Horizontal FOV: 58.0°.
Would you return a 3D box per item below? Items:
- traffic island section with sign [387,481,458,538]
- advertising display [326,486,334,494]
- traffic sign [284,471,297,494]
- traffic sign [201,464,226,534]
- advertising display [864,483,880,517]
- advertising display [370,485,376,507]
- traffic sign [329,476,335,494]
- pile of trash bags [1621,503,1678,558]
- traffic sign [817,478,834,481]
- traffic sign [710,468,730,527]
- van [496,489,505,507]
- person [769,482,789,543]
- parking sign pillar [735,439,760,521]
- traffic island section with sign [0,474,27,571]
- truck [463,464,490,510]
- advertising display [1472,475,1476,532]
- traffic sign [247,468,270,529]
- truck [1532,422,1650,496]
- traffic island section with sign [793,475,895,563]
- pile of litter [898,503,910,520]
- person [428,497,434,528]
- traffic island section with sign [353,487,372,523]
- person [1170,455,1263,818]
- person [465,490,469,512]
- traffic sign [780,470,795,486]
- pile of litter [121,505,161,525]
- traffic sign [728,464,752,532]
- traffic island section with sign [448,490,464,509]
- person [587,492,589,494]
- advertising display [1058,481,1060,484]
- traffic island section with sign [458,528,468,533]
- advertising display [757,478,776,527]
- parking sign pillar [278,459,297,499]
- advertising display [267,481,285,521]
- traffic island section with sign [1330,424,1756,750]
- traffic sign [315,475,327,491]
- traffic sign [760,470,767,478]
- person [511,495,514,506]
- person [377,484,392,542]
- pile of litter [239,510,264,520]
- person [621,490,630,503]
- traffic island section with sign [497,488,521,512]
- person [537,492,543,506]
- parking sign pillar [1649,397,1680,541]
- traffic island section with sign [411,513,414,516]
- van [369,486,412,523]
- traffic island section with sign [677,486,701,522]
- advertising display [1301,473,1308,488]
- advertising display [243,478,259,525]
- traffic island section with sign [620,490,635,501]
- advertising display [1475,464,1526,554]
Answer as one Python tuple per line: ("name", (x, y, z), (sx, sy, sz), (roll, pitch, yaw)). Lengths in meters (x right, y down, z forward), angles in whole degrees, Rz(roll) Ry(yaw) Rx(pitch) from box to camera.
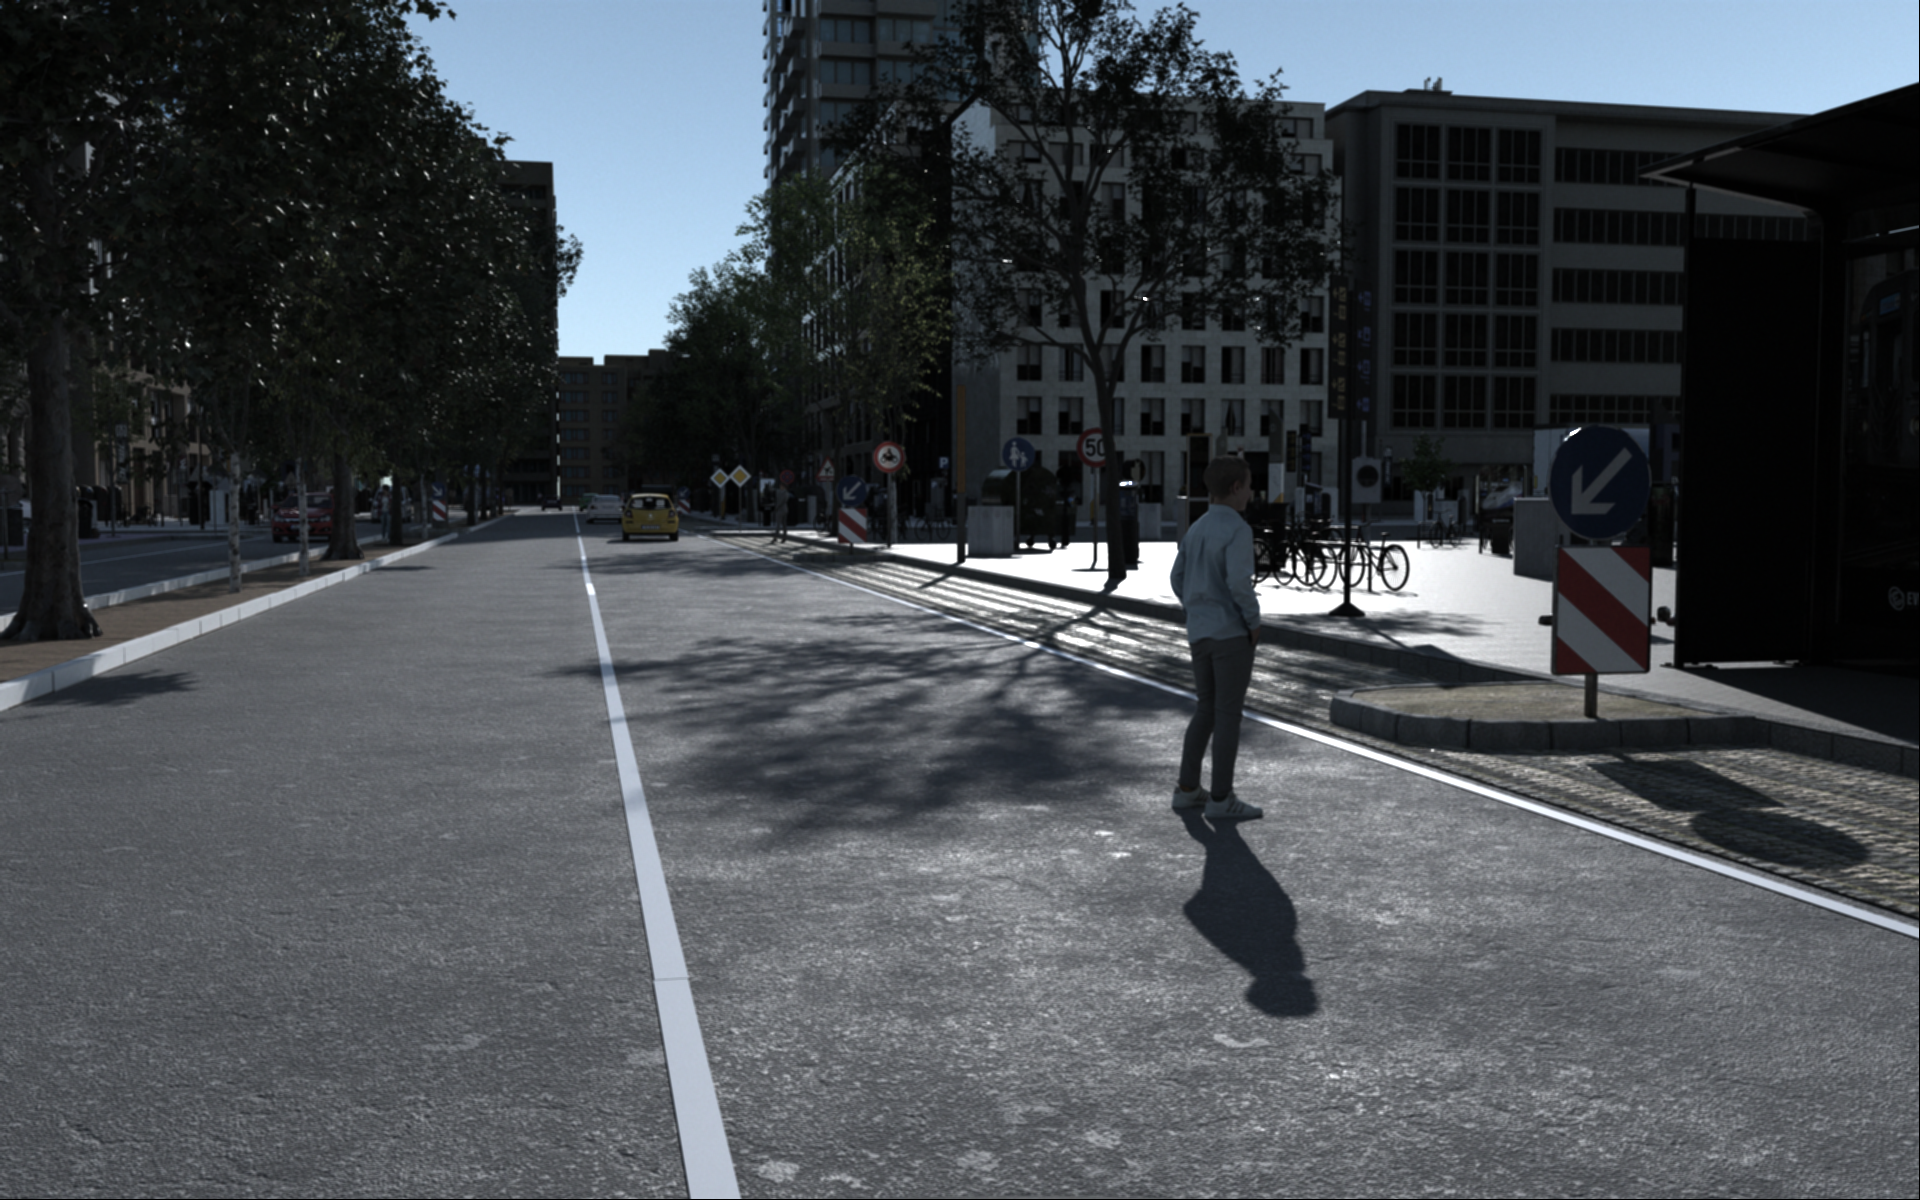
("traffic island section with sign", (-17.637, -2.972, 56.732), (2.006, 1.907, 1.989), (-1, 4, -13))
("advertising display", (-48.300, -7.833, 133.281), (0.974, 1.923, 0.123), (0, 4, -3))
("traffic sign", (-37.632, -5.961, 97.464), (0.884, 2.594, 0.081), (-1, 4, -10))
("traffic sign", (-23.700, -3.146, 55.071), (0.795, 2.450, 0.064), (-1, 4, -13))
("advertising display", (-4.982, -5.683, 98.132), (0.974, 1.923, 0.123), (-2, 4, -31))
("advertising display", (-40.179, -6.935, 118.607), (0.123, 1.923, 0.974), (-3, 4, -36))
("traffic sign", (-41.520, -7.026, 114.978), (0.768, 2.556, 0.104), (0, 4, -4))
("pile of trash bags", (13.852, -1.443, 33.344), (1.912, 1.369, 3.447), (2, 4, 31))
("traffic sign", (-5.554, -4.452, 72.787), (0.884, 2.594, 0.081), (0, 4, -3))
("traffic sign", (-9.206, -3.843, 66.480), (0.795, 2.450, 0.064), (-1, 4, -13))
("van", (-52.329, -11.643, 194.754), (2.240, 2.365, 5.245), (-1, 4, -14))
("person", (-5.279, -2.551, 50.483), (0.573, 1.790, 0.520), (0, 4, -5))
("parking sign pillar", (-10.181, -5.836, 83.898), (1.447, 3.967, 1.447), (-2, 4, -34))
("traffic island section with sign", (-18.485, -1.510, 33.319), (1.989, 1.847, 2.006), (-1, 4, -13))
("truck", (-44.160, -10.363, 159.200), (2.967, 4.110, 18.799), (-1, 4, -14))
("advertising display", (17.617, -3.271, 58.700), (0.123, 1.923, 0.974), (3, 5, 39))
("traffic sign", (-25.451, -3.622, 62.863), (0.795, 2.450, 0.064), (-1, 4, -13))
("truck", (28.822, -4.970, 70.171), (11.283, 4.237, 2.839), (-1, 4, -14))
("traffic island section with sign", (-2.529, -1.731, 36.932), (1.989, 1.847, 2.006), (-1, 4, -13))
("pile of litter", (-3.034, -4.463, 86.938), (1.176, 0.858, 1.719), (1, 4, 12))
("person", (-20.876, -3.607, 68.479), (0.512, 1.701, 0.522), (2, 4, 28))
("traffic island section with sign", (-30.563, -4.793, 86.996), (1.989, 1.847, 2.006), (-1, 4, -13))
("person", (1.172, 0.159, 7.711), (0.330, 1.601, 0.589), (-1, 4, -16))
("person", (-38.683, -7.797, 136.160), (0.592, 1.802, 0.473), (-2, 4, -35))
("traffic sign", (-9.007, -5.518, 90.319), (0.768, 2.556, 0.104), (0, 4, -7))
("pile of litter", (-34.246, -3.568, 72.299), (1.719, 0.858, 1.176), (2, 4, 24))
("traffic sign", (-7.455, -3.367, 58.689), (0.795, 2.450, 0.064), (-1, 4, -13))
("traffic island section with sign", (-47.481, -9.398, 162.281), (1.989, 1.847, 2.006), (-1, 4, -13))
("person", (-44.131, -11.979, 205.069), (1.217, 1.735, 0.721), (2, 4, 28))
("advertising display", (4.473, -4.267, 74.986), (0.123, 1.923, 0.974), (-1, 4, -16))
("traffic island section with sign", (-19.253, -3.414, 63.961), (2.006, 1.907, 1.989), (-1, 4, -13))
("advertising display", (-7.662, -3.881, 68.662), (0.123, 1.923, 0.974), (3, 4, 36))
("parking sign pillar", (-38.259, -6.759, 98.973), (1.447, 3.967, 1.447), (-2, 4, -32))
("advertising display", (-32.727, -4.751, 82.889), (0.123, 1.923, 0.974), (2, 4, 25))
("traffic island section with sign", (3.386, -0.123, 10.632), (1.989, 1.847, 2.006), (-1, 4, -13))
("traffic sign", (-43.407, -7.187, 117.621), (0.768, 2.556, 0.104), (-1, 4, -11))
("traffic sign", (-10.459, -5.529, 90.503), (0.768, 2.556, 0.104), (0, 4, -4))
("person", (-54.478, -12.342, 210.157), (0.709, 1.838, 0.599), (1, 4, 11))
("person", (-17.219, -2.611, 52.030), (0.563, 1.720, 0.643), (0, 4, -2))
("pile of litter", (-35.013, -4.354, 85.157), (1.176, 0.858, 1.719), (-2, 4, -30))
("person", (-31.794, -9.540, 164.463), (0.705, 1.826, 1.348), (3, 4, 36))
("traffic island section with sign", (-35.745, -7.898, 137.274), (2.006, 1.907, 1.989), (-1, 4, -13))
("person", (-51.469, -12.388, 211.984), (0.756, 1.711, 0.436), (2, 4, 32))
("parking sign pillar", (19.827, -3.658, 48.286), (1.447, 3.967, 1.447), (-2, 4, -26))
("traffic island section with sign", (-36.480, -6.402, 113.296), (1.989, 1.847, 2.006), (-1, 4, -13))
("van", (-28.179, -4.821, 85.831), (2.013, 2.044, 4.112), (-1, 4, -13))
("traffic island section with sign", (-14.606, -5.014, 90.614), (1.989, 1.847, 2.006), (-1, 4, -13))
("advertising display", (10.676, -2.969, 53.756), (0.123, 1.923, 0.974), (1, 4, 17))
("advertising display", (-29.121, -4.033, 71.151), (0.974, 1.923, 0.123), (2, 4, 35))
("traffic island section with sign", (-31.667, -9.656, 166.508), (1.989, 1.847, 2.006), (-1, 4, -13))
("advertising display", (11.609, -1.952, 37.127), (0.974, 1.923, 0.123), (2, 4, 32))
